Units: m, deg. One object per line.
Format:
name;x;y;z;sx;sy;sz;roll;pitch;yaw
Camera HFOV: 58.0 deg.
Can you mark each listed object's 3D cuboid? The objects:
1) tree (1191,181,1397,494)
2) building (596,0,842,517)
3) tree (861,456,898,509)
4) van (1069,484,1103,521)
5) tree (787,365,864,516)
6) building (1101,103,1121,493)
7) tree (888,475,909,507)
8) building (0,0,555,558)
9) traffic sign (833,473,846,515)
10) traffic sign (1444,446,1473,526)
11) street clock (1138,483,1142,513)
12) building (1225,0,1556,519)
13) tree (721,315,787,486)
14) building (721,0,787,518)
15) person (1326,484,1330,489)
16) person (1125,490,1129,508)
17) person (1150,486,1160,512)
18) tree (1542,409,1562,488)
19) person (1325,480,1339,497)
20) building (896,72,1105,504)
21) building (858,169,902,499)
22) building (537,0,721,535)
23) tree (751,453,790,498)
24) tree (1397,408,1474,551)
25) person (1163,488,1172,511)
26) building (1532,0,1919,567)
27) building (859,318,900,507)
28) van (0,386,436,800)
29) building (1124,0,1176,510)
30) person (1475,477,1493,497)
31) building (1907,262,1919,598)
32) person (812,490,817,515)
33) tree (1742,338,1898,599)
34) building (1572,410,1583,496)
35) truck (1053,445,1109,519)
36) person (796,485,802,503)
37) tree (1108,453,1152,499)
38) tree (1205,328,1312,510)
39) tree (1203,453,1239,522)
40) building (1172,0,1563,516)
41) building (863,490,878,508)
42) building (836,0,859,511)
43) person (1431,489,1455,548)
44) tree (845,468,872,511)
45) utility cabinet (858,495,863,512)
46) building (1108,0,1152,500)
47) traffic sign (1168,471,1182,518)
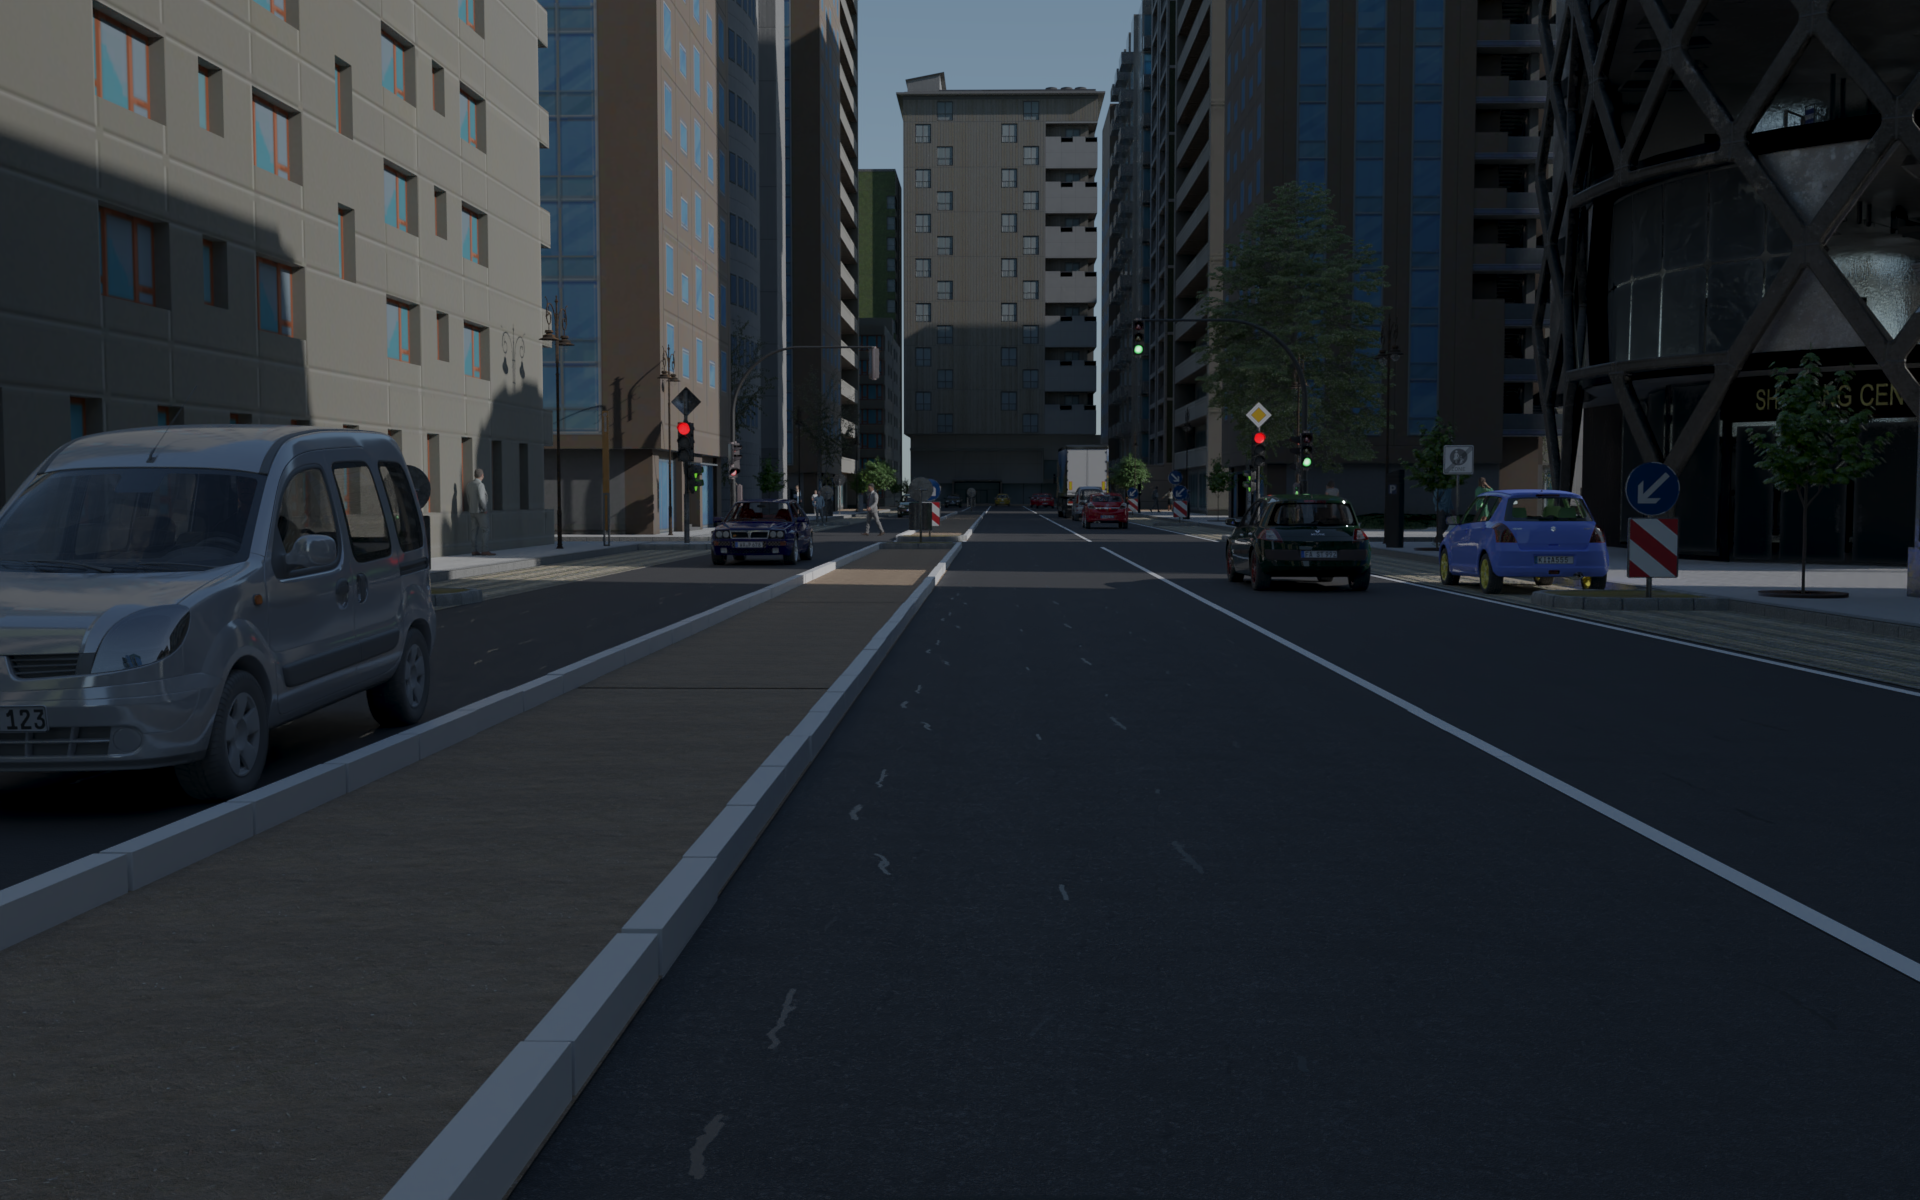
tree;12.089;-8.901;63.666;7.486;12.596;7.792;0;3;0
building;-15.736;-28.668;118.829;14.600;45.320;14.200;0;4;1
tree;-6.914;-9.919;145.888;4.285;4.588;4.351;0;3;0
van;6.888;-5.254;92.921;2.013;2.044;4.112;0;4;1
tree;-7.738;-9.089;98.967;4.360;8.622;3.978;0;3;0
building;23.218;-33.316;194.828;14.600;45.320;14.200;0;4;1
tree;-6.524;-11.016;174.715;1.663;3.219;1.824;0;3;0
building;-25.154;-11.330;30.281;28.899;21.520;27.650;0;4;1
traffic sign;-7.455;-6.548;107.172;0.768;2.556;0.104;0;4;2
traffic sign;10.461;-2.097;36.411;0.606;2.300;0.079;1;4;9
street clock;12.119;-6.877;117.001;0.358;2.002;0.471;1;4;9
building;20.873;-26.612;85.224;14.600;45.320;14.200;0;4;1
tree;-9.509;-7.349;70.513;4.360;8.622;3.978;0;3;0
building;-21.277;-33.480;89.393;21.231;58.520;28.212;0;4;1
person;14.641;-3.772;68.712;0.522;1.701;0.512;2;4;32
person;13.371;-8.138;138.735;0.705;1.869;1.348;0;4;1
person;13.765;-7.071;121.759;0.850;1.850;0.679;1;4;11
tree;32.082;-8.978;97.158;4.360;8.622;3.978;0;3;0
person;13.174;-3.351;61.183;0.716;1.782;0.532;-1;4;-16
building;6.314;-38.891;225.110;27.495;52.752;28.713;0;4;1
building;-14.596;-32.837;220.475;14.086;41.232;14.154;0;4;1
building;-16.060;-25.073;60.060;14.600;45.320;14.200;0;4;1
tree;-8.883;-5.263;80.652;1.663;3.219;1.824;0;3;0
tree;10.716;-2.732;39.273;1.663;3.219;1.824;0;3;0
person;15.956;-7.626;131.514;1.217;1.735;0.721;0;4;-5
building;20.803;-10.258;35.164;16.820;18.784;16.811;0;4;1
building;-21.835;-21.179;191.320;28.899;21.520;27.650;0;4;1
van;-4.188;-0.146;9.407;2.013;2.044;4.112;0;4;0
building;25.014;-43.292;146.073;20.563;71.187;20.611;0;4;1
person;16.127;-2.895;53.617;0.529;1.795;0.600;-2;4;-28
building;16.341;-9.963;12.052;9.793;20.994;18.267;0;4;1
person;-8.735;-5.908;105.228;0.523;1.515;0.503;2;4;27
tree;10.461;-1.652;21.604;1.663;3.219;1.824;0;3;0
building;70.409;-36.524;186.413;27.495;52.752;28.713;0;4;1
truck;7.280;-7.083;104.718;2.839;4.237;11.283;0;3;0
person;-10.138;-6.221;107.781;0.581;1.822;0.654;-1;4;-14
tree;13.318;-9.246;134.889;4.285;4.588;4.351;0;3;0
tree;12.585;-7.546;73.734;4.737;8.622;4.395;0;3;0
tree;12.057;-5.277;80.882;1.663;3.219;1.824;0;3;0
building;25.481;-29.797;110.879;21.300;48.544;21.600;0;4;1
building;-24.231;-28.805;162.846;32.217;40.220;23.993;0;4;1
building;-19.618;-31.512;138.916;21.300;48.544;21.600;0;4;1
person;11.479;-2.154;41.278;0.620;1.820;0.660;3;5;43
tree;-7.590;-8.469;133.067;1.663;3.219;1.824;0;3;0
utility cabinet;-7.014;-6.794;122.240;0.306;1.237;1.020;-1;4;-9
building;26.492;-33.807;172.348;23.786;49.044;30.456;0;4;1
traffic sign;11.755;-5.780;94.614;0.768;2.556;0.104;0;4;4
